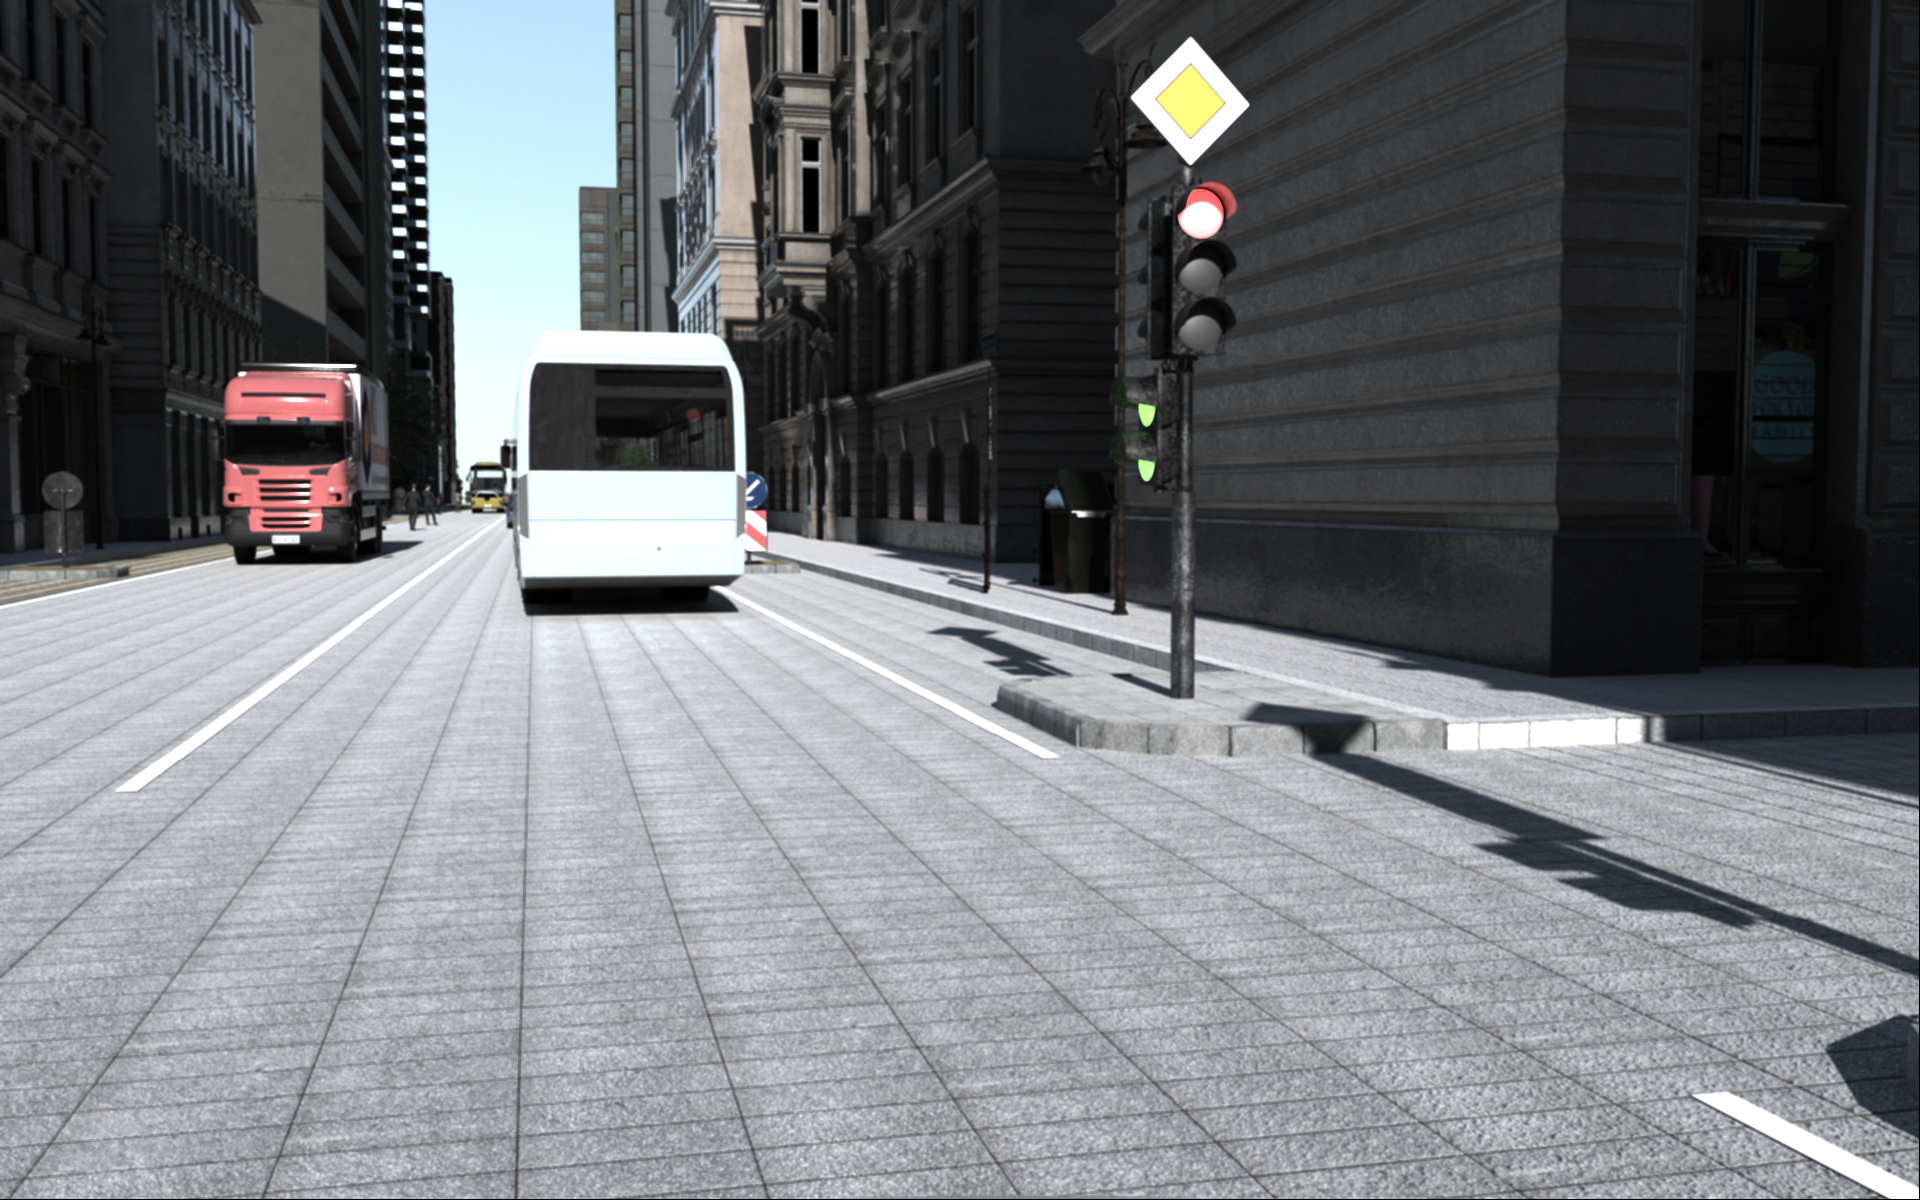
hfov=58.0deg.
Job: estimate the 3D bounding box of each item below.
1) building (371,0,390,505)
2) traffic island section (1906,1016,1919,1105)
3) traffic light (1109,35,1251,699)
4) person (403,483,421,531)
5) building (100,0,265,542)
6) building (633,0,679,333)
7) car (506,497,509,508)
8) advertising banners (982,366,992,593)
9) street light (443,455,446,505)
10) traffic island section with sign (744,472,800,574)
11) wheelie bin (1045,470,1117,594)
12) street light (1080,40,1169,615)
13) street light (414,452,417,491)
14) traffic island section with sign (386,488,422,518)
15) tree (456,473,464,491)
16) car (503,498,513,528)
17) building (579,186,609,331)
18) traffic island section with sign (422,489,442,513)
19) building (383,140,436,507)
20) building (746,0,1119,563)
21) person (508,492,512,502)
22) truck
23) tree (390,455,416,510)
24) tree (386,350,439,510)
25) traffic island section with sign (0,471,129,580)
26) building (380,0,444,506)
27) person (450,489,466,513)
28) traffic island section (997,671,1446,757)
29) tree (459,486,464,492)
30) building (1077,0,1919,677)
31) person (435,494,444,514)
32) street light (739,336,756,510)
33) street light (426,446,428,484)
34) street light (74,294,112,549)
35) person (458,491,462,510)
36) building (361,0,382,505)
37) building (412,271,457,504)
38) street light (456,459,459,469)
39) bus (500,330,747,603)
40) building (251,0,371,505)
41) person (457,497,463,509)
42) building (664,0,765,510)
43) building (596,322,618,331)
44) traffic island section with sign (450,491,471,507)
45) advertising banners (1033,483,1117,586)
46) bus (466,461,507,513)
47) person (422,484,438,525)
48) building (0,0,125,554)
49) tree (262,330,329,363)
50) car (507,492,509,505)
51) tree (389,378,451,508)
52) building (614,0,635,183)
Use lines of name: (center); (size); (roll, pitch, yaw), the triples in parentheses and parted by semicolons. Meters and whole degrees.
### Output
building: (-47.592, -28.716, 119.625); (14.600, 45.320, 14.200); (-1, 4, -14)
traffic island section: (3.323, 1.169, 3.160); (2.009, 0.180, 2.903); (-1, 4, -14)
traffic light: (1.382, -1.338, 10.792); (0.839, 4.253, 0.868); (-1, 4, -14)
person: (-21.542, -3.665, 68.196); (0.659, 1.850, 0.755); (-1, 4, -9)
building: (-28.058, -12.517, 53.810); (9.793, 20.994, 18.267); (-1, 4, -14)
building: (-10.370, -34.842, 111.667); (21.231, 58.520, 28.212); (-1, 4, -14)
car: (-49.370, -10.786, 185.394); (2.155, 1.783, 4.494); (-1, 4, -12)
advertising banners: (0.377, -1.655, 23.249); (0.090, 3.025, 2.074); (0, 4, 3)
street light: (-58.330, -13.651, 195.982); (0.468, 5.910, 1.993); (-1, 4, -14)
traffic island section with sign: (-4.088, -1.429, 31.984); (1.989, 1.847, 2.006); (-1, 4, -14)
wheelie bin: (1.540, -0.896, 22.559); (0.980, 1.594, 0.693); (-1, 4, -22)
street light: (1.704, -2.782, 18.269); (0.468, 5.910, 1.993); (-1, 4, -14)
street light: (-46.299, -10.661, 147.096); (0.468, 5.910, 1.993); (-1, 4, -14)
traffic island section with sign: (-33.837, -5.881, 104.790); (1.989, 1.847, 2.006); (-1, 4, -14)
tree: (-68.242, -15.200, 232.233); (4.285, 4.588, 4.351); (0, 3, 0)
car: (-18.398, -3.773, 73.684); (2.014, 1.417, 4.499); (-1, 4, -15)
building: (-44.015, -33.636, 233.546); (14.154, 41.232, 14.086); (-1, 4, -14)
traffic island section with sign: (-40.314, -7.498, 131.224); (1.989, 1.847, 2.006); (-1, 4, -14)
building: (-68.736, -29.197, 169.252); (32.217, 40.220, 23.993); (-1, 4, -14)
building: (1.644, -14.061, 48.978); (14.460, 24.649, 34.723); (-1, 4, -14)
person: (-57.399, -12.952, 221.185); (0.541, 1.710, 0.530); (0, 4, -7)
truck: (-14.581, -3.068, 39.078); (2.839, 4.237, 11.283); (-1, 4, -14)
tree: (-46.226, -9.693, 142.186); (4.285, 4.588, 4.351); (0, 3, 0)
tree: (-44.692, -13.284, 135.321); (7.486, 12.596, 7.792); (0, 3, 0)
traffic island section with sign: (-15.430, -1.285, 29.645); (1.989, 1.847, 2.006); (-1, 4, -14)
building: (-70.407, -54.007, 195.685); (22.319, 86.520, 31.000); (-1, 4, -14)
person: (-38.929, -7.693, 134.276); (1.348, 1.824, 0.705); (1, 4, 13)
traffic island section: (1.423, 0.695, 10.916); (2.009, 0.180, 2.903); (-1, 4, -14)
tree: (-68.561, -14.774, 236.155); (1.663, 3.219, 1.824); (0, 3, 0)
building: (11.964, -11.581, 18.224); (19.941, 23.489, 11.050); (-1, 4, -14)
person: (-36.631, -6.728, 121.758); (0.557, 1.426, 1.065); (1, 4, 14)
street light: (-6.285, -4.770, 50.776); (0.468, 5.910, 1.993); (-1, 4, -14)
street light: (-50.316, -11.665, 163.511); (0.468, 5.910, 1.993); (-1, 4, -14)
street light: (-20.062, -4.124, 40.221); (0.468, 5.910, 1.993); (-1, 4, -14)
person: (-44.070, -8.776, 152.779); (0.721, 1.735, 1.217); (-2, 4, -25)
building: (-43.790, -25.844, 106.145); (14.154, 41.232, 14.086); (-1, 4, -14)
building: (-71.889, -27.453, 220.562); (14.160, 30.474, 14.107); (-1, 4, -14)
street light: (-66.345, -15.663, 228.884); (0.468, 5.910, 1.993); (-1, 4, -14)
bus: (-5.391, -1.907, 26.037); (2.948, 3.499, 13.247); (-1, 4, -15)
building: (-42.554, -28.391, 87.889); (21.300, 48.544, 21.600); (-1, 4, -14)
person: (-46.604, -9.288, 161.078); (1.217, 1.735, 0.721); (3, 5, 43)
building: (-5.423, -17.745, 76.028); (13.634, 28.700, 20.117); (-1, 4, -14)
building: (-26.315, -21.204, 191.731); (27.650, 21.520, 28.899); (-1, 4, -14)
traffic island section with sign: (-53.533, -10.799, 185.195); (1.989, 1.847, 2.006); (-1, 4, -14)
advertising banners: (1.990, -1.732, 24.507); (2.074, 3.025, 0.090); (-1, 4, -23)
bus: (-36.464, -8.714, 134.015); (2.896, 3.916, 12.252); (-1, 4, -14)
person: (-24.484, -4.410, 79.960); (0.648, 1.900, 0.474); (0, 4, 6)
building: (-21.945, -10.655, 25.124); (10.553, 20.767, 40.483); (-1, 4, -14)
tree: (-30.179, -7.819, 78.195); (4.737, 8.622, 4.395); (0, 3, 0)
car: (-59.556, -13.223, 224.871); (2.281, 1.827, 5.304); (-1, 4, -12)
tree: (-49.159, -14.005, 154.729); (9.928, 11.665, 9.643); (0, 3, 0)
building: (-19.021, -27.414, 131.814); (14.154, 41.232, 14.086); (-1, 4, -14)
